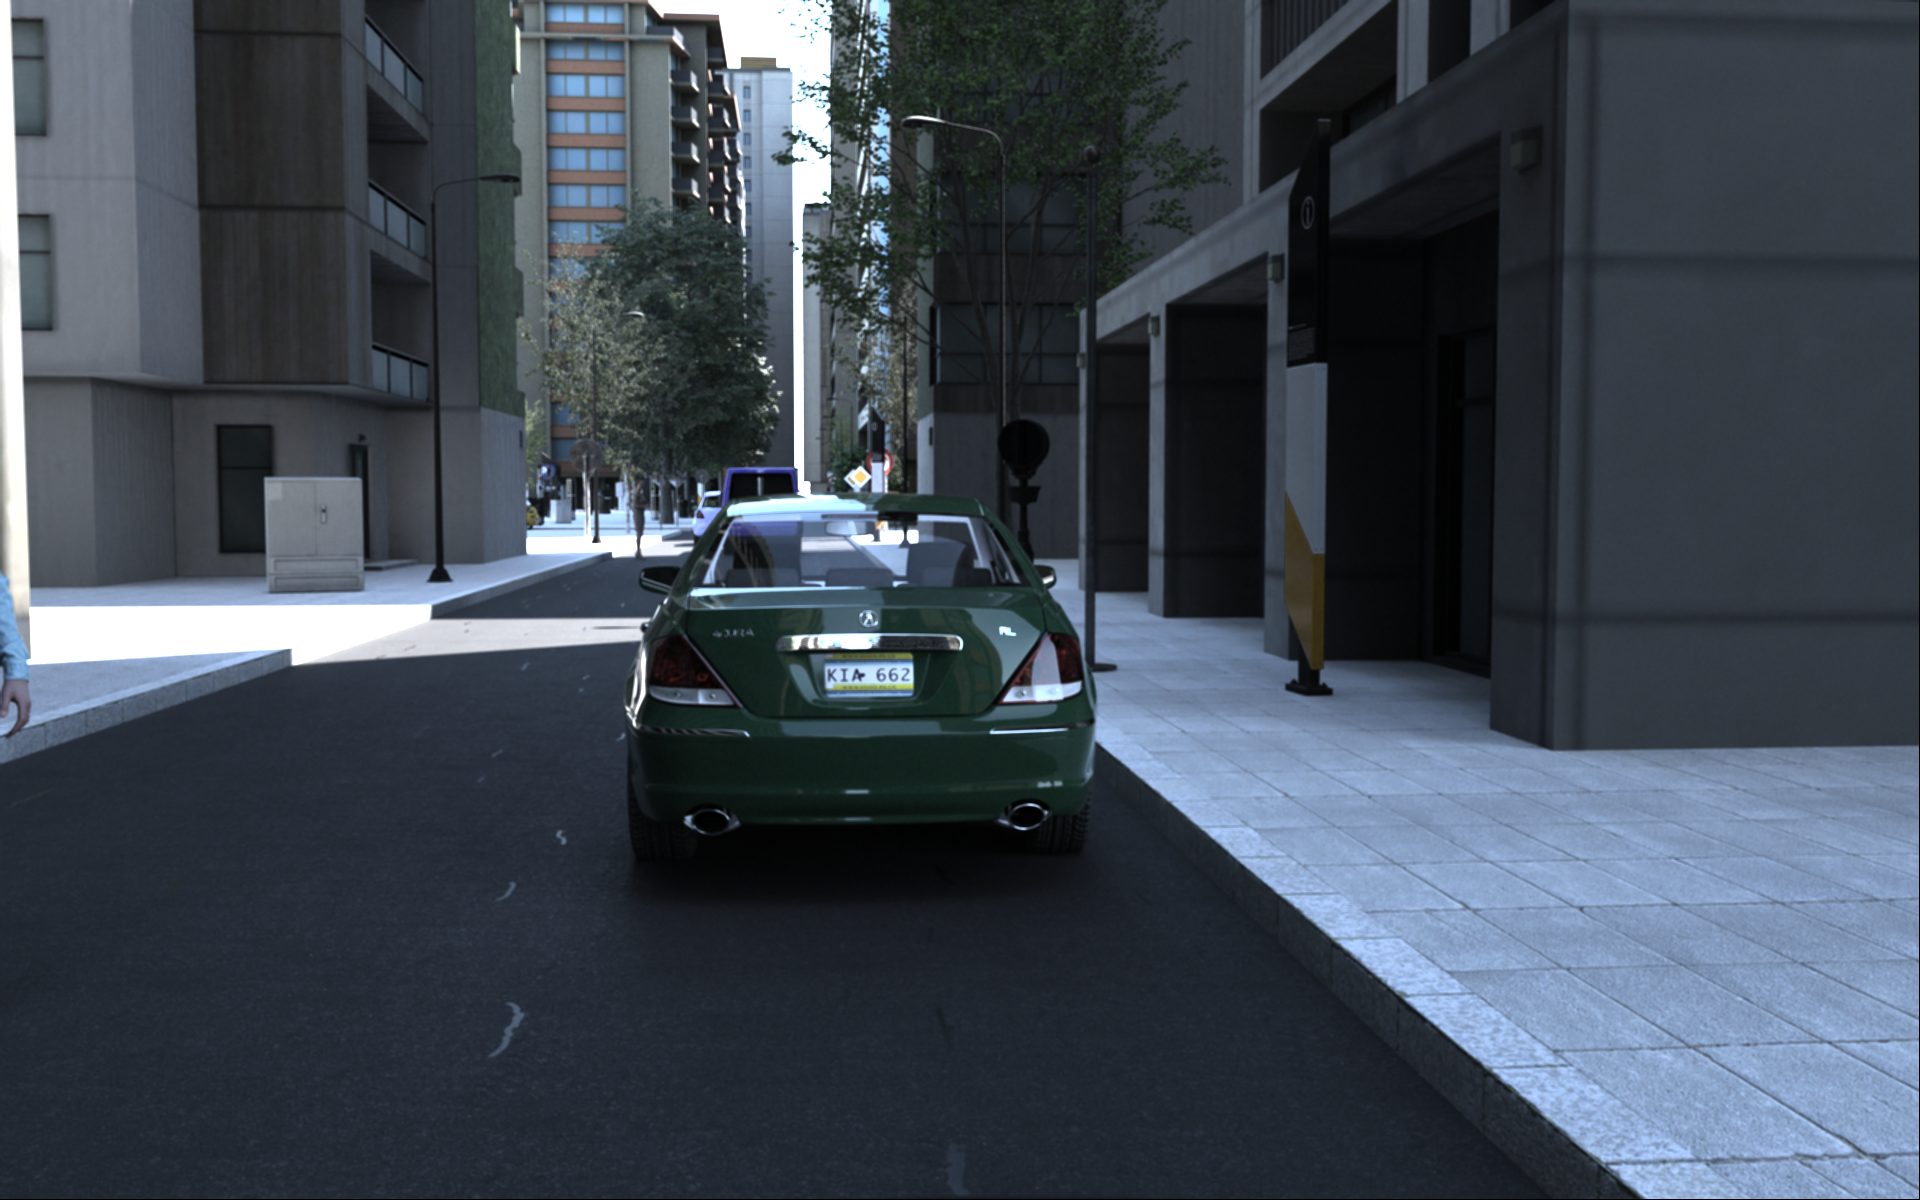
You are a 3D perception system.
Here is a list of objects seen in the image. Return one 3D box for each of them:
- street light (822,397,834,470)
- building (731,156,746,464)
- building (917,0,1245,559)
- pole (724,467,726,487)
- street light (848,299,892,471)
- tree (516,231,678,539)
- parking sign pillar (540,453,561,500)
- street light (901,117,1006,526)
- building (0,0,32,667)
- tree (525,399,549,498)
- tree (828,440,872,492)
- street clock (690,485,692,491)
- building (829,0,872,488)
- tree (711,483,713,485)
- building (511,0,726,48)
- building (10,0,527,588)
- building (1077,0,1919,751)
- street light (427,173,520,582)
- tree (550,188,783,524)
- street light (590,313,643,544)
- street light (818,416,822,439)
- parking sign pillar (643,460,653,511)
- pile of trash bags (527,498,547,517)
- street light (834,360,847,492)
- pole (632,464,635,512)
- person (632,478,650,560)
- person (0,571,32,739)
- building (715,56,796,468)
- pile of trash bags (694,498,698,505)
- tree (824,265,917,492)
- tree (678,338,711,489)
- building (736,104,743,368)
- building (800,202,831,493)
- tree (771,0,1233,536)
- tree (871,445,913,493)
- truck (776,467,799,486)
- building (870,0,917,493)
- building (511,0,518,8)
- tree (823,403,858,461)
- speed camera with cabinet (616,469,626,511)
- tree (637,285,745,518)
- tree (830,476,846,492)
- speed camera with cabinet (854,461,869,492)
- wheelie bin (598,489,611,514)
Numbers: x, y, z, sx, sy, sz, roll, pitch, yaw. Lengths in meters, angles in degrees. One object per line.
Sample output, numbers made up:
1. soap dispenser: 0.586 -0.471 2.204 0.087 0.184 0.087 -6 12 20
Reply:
1. street light: -5.742 -6.777 83.353 1.470 5.913 1.316 0 4 -5
2. building: -32.966 -32.158 209.384 14.086 41.232 14.154 0 4 -5
3. building: 5.846 -16.442 40.526 14.160 30.474 14.107 0 4 -5
4. pole: -15.766 -7.494 116.365 0.158 3.312 0.155 0 3 0
5. street light: -1.841 -4.190 41.054 1.470 5.913 1.316 0 4 -5
6. tree: -10.450 -6.007 48.577 4.360 8.622 3.978 0 3 0
7. parking sign pillar: -26.511 -7.561 112.096 1.447 3.967 1.447 1 4 17
8. street light: -0.022 -2.997 21.537 1.470 5.913 1.316 0 4 -5
9. building: -16.825 -23.047 0.516 21.300 48.544 21.600 0 4 -5
10. tree: -32.232 -10.870 128.094 4.737 8.622 4.395 0 3 0
11. tree: -6.421 -7.470 105.853 4.285 4.588 4.351 0 3 0
12. street clock: -21.156 -7.980 135.042 0.471 2.002 0.358 -2 4 -28
13. building: -0.884 -32.591 156.571 21.300 48.544 21.600 0 4 -5
14. tree: -16.347 -9.671 108.485 4.360 8.622 3.978 0 3 0
15. building: -32.023 -30.651 155.775 22.147 44.769 28.867 0 4 -5
16. building: -15.587 -21.079 28.237 14.154 41.232 14.086 0 4 -5
17. building: 12.705 -35.086 11.916 20.563 71.187 20.611 0 4 -5
18. street light: -7.068 -3.220 25.194 1.470 5.913 1.316 0 4 -5
19. tree: -12.469 -10.225 73.841 9.857 13.997 8.962 0 3 0
20. street light: -8.802 -4.396 44.424 1.470 5.913 1.316 0 4 -5
21. street light: -7.550 -7.970 102.844 1.470 5.913 1.316 0 4 -5
22. parking sign pillar: -24.013 -8.903 134.035 1.447 3.967 1.447 1 4 16
23. pile of trash bags: -24.993 -5.388 97.840 1.912 1.369 3.447 2 4 33
24. street light: -3.550 -5.367 60.286 1.470 5.913 1.316 0 4 -5
25. pole: -22.188 -7.582 117.805 0.158 3.312 0.155 0 3 0
26. person: -7.010 -1.788 38.076 0.374 1.781 0.599 0 4 5
27. person: -2.804 0.233 4.547 0.638 1.841 0.748 -3 4 -38
28. building: -36.596 -42.432 235.765 28.212 58.520 21.231 0 4 -5
29. pile of trash bags: -18.706 -7.437 131.352 1.912 1.369 3.447 3 5 42
30. tree: -2.197 -6.466 56.089 4.360 8.622 3.978 0 3 0
31. tree: -10.671 -6.448 55.784 4.360 8.622 3.978 0 3 0
32. building: -34.559 -32.426 184.797 22.147 44.769 28.867 0 4 -5
33. building: -14.579 -33.771 235.750 14.086 41.232 14.154 0 4 -5
34. tree: 0.750 -6.291 28.612 9.928 11.665 9.643 0 3 0
35. tree: -2.508 -4.520 68.501 1.663 3.219 1.824 0 3 0
36. truck: -18.745 -12.128 187.205 2.839 4.237 11.283 0 4 -7
37. building: 2.339 -27.131 93.699 14.600 45.320 14.200 0 4 -5
38. building: -60.976 -48.598 232.828 20.611 71.187 20.563 0 4 -5
39. tree: -9.091 -11.510 138.553 4.737 8.622 4.395 0 3 0
40. speed camera with cabinet: -25.635 -8.376 131.281 0.660 3.252 2.038 0 4 0
41. tree: -15.060 -10.765 94.140 7.486 12.596 7.792 0 3 0
42. tree: -7.833 -7.323 114.329 1.663 3.219 1.824 0 3 0
43. speed camera with cabinet: -5.280 -6.636 102.841 2.038 3.252 0.660 -3 4 -38
44. wheelie bin: -22.785 -6.292 110.777 0.693 1.594 0.980 3 4 37
